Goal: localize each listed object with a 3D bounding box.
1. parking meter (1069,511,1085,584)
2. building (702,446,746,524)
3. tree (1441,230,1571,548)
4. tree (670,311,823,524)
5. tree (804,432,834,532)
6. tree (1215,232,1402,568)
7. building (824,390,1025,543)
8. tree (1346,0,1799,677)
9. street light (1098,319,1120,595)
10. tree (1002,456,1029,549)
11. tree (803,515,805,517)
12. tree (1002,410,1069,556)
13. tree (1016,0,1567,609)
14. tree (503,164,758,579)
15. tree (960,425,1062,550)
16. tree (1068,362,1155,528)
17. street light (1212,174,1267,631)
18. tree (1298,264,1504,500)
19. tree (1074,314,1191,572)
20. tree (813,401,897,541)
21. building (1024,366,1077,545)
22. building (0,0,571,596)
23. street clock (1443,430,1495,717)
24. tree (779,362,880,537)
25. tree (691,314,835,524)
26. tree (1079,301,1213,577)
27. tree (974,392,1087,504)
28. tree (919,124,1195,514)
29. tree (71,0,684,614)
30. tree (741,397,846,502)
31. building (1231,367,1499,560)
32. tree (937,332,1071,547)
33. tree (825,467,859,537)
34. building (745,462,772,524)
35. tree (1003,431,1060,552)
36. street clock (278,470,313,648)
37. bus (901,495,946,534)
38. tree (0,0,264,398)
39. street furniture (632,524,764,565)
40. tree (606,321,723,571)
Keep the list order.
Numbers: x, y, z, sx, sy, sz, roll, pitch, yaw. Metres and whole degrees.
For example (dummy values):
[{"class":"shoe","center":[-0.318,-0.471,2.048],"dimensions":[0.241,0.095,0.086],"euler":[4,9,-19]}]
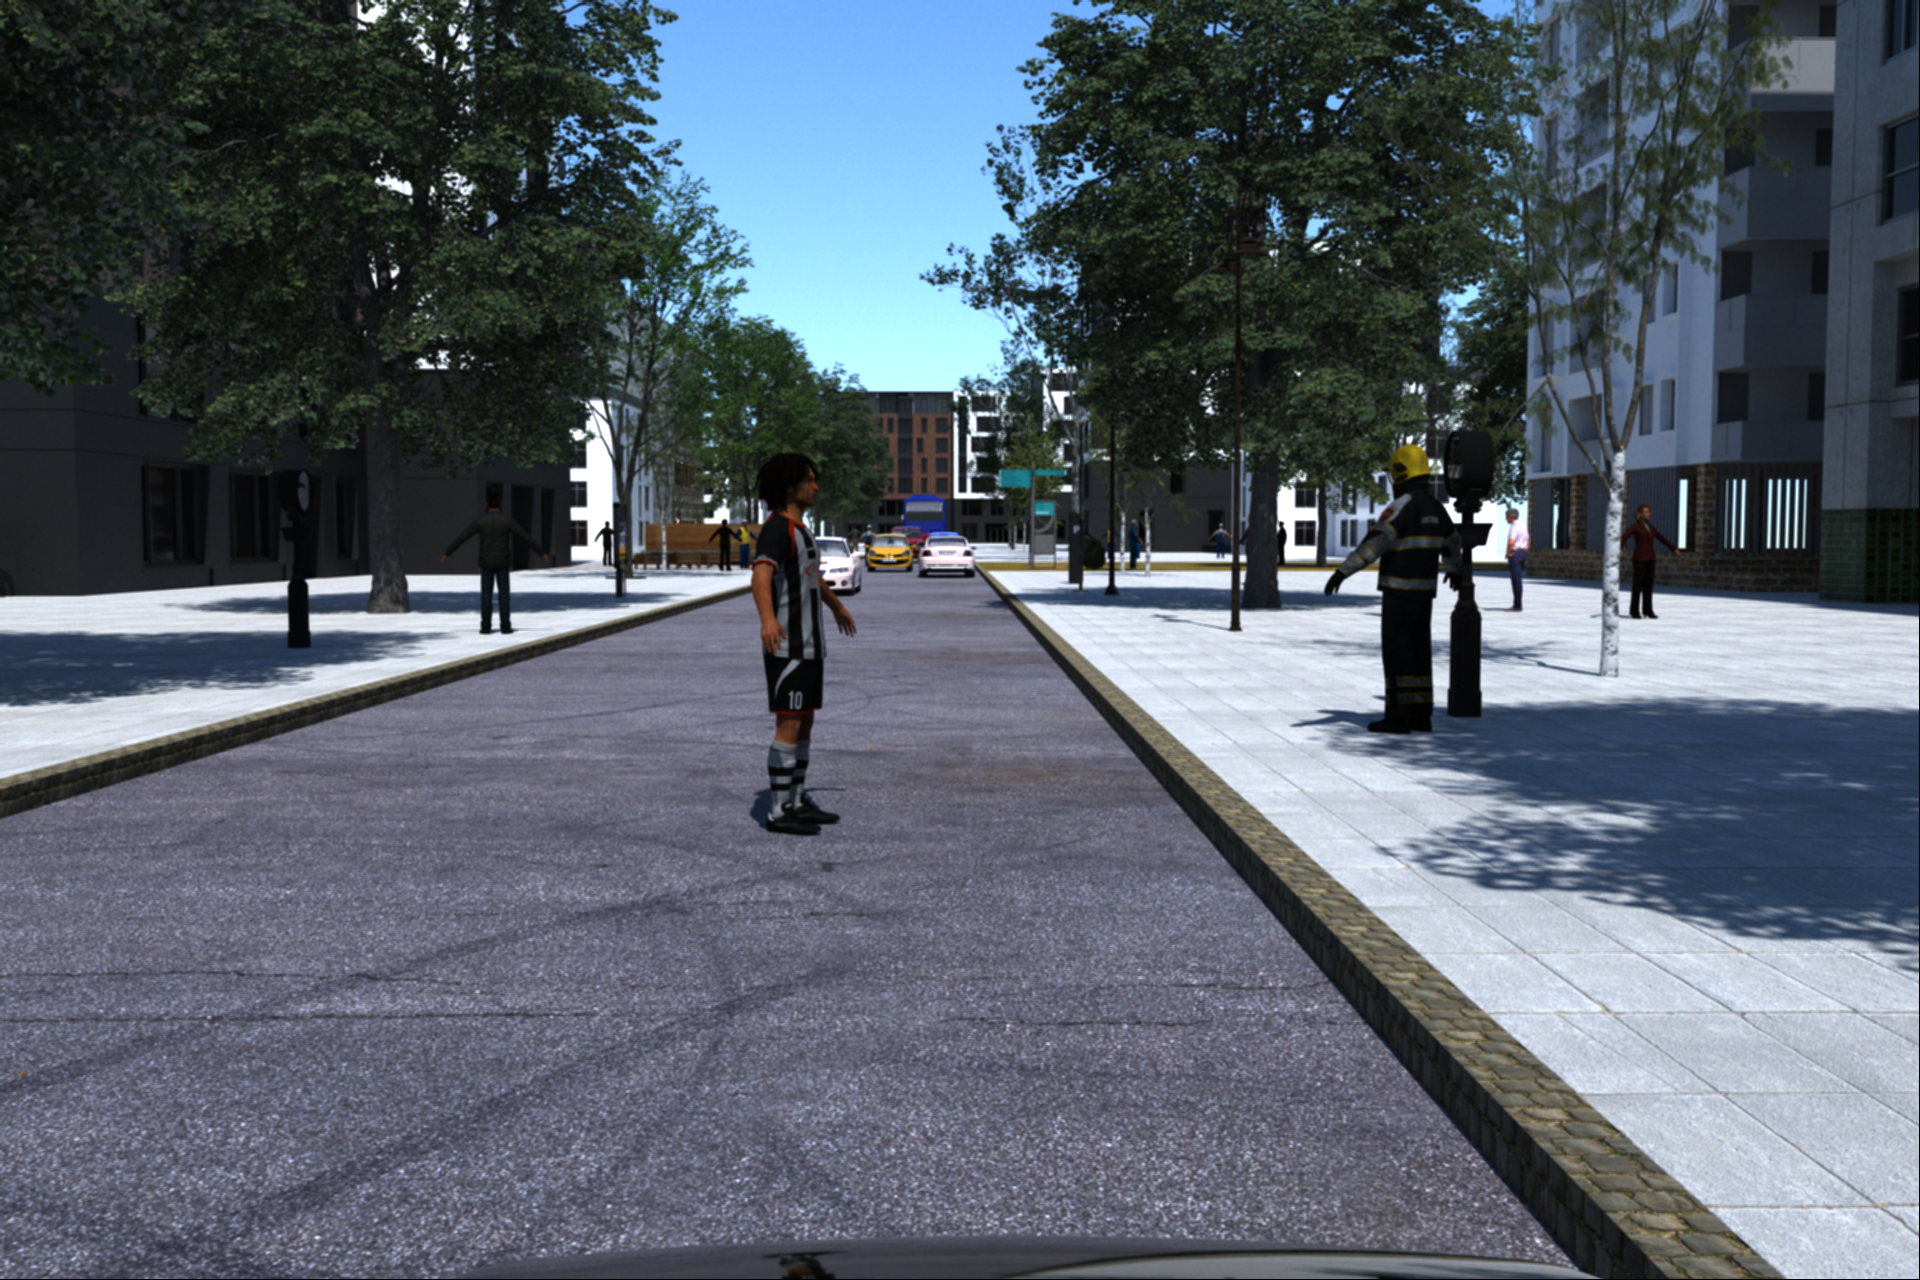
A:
[{"class":"parking meter","center":[3.020,-2.390,44.783],"dimensions":[0.399,1.863,0.255],"euler":[0,4,0]},{"class":"building","center":[-26.621,-14.511,179.406],"dimensions":[9.099,9.664,28.070],"euler":[0,4,-1]},{"class":"tree","center":[22.985,-9.709,65.399],"dimensions":[9.857,13.997,8.962],"euler":[0,3,0]},{"class":"tree","center":[-9.909,-9.459,80.407],"dimensions":[9.928,11.665,9.643],"euler":[0,3,0]},{"class":"tree","center":[-9.989,-10.270,118.279],"dimensions":[4.360,8.622,3.978],"euler":[0,3,0]},{"class":"tree","center":[13.457,-9.040,65.929],"dimensions":[7.486,12.596,7.792],"euler":[0,3,0]},{"class":"building","center":[-3.395,-25.117,257.098],"dimensions":[32.646,21.610,27.936],"euler":[0,4,-1]},{"class":"tree","center":[5.864,-3.960,15.108],"dimensions":[4.360,8.622,3.978],"euler":[0,3,0]},{"class":"street light","center":[3.759,-3.915,36.555],"dimensions":[1.470,5.913,1.316],"euler":[0,4,0]},{"class":"tree","center":[5.042,-12.426,153.535],"dimensions":[4.737,8.622,4.395],"euler":[0,3,0]},{"class":"tree","center":[-23.126,-18.462,252.219],"dimensions":[4.360,8.622,3.978],"euler":[0,3,0]},{"class":"tree","center":[4.593,-9.258,101.726],"dimensions":[4.737,8.622,4.395],"euler":[0,3,0]},{"class":"tree","center":[5.197,-7.532,29.799],"dimensions":[9.857,13.997,8.962],"euler":[0,3,0]},{"class":"tree","center":[-9.604,-7.566,49.466],"dimensions":[9.928,11.665,9.643],"euler":[0,3,0]},{"class":"tree","center":[4.312,-12.670,141.569],"dimensions":[8.767,10.594,7.601],"euler":[0,4,-4]},{"class":"tree","center":[6.290,-7.413,71.571],"dimensions":[4.360,8.622,3.978],"euler":[0,3,0]},{"class":"street light","center":[3.647,-3.056,22.761],"dimensions":[0.468,5.910,1.993],"euler":[0,4,0]},{"class":"tree","center":[19.626,-10.227,77.574],"dimensions":[12.009,13.543,11.850],"euler":[0,3,0]},{"class":"tree","center":[5.740,-6.626,58.692],"dimensions":[4.737,8.622,4.395],"euler":[0,3,0]},{"class":"tree","center":[-10.544,-15.475,159.673],"dimensions":[9.857,13.997,8.962],"euler":[0,3,0]},{"class":"building","center":[22.222,-23.405,226.646],"dimensions":[27.936,21.610,32.646],"euler":[0,4,-1]},{"class":"building","center":[-28.964,-12.673,51.177],"dimensions":[27.936,21.610,32.646],"euler":[0,4,-1]},{"class":"street clock","center":[3.557,-0.464,12.157],"dimensions":[0.358,2.002,0.471],"euler":[0,4,0]},{"class":"tree","center":[-10.746,-13.581,128.710],"dimensions":[9.857,13.997,8.962],"euler":[0,3,0]},{"class":"tree","center":[-10.238,-10.504,89.874],"dimensions":[7.486,12.596,7.792],"euler":[0,3,0]},{"class":"tree","center":[5.695,-6.216,51.996],"dimensions":[4.360,8.622,3.978],"euler":[0,3,0]},{"class":"tree","center":[4.557,-11.015,114.505],"dimensions":[8.767,10.594,7.601],"euler":[2,4,28]},{"class":"tree","center":[4.033,-13.836,82.106],"dimensions":[12.611,20.169,13.585],"euler":[0,3,0]},{"class":"tree","center":[-9.215,-7.413,27.860],"dimensions":[9.857,13.997,8.962],"euler":[0,3,0]},{"class":"tree","center":[-10.609,-10.670,108.866],"dimensions":[7.601,10.594,8.767],"euler":[1,4,14]},{"class":"building","center":[22.440,-9.687,100.536],"dimensions":[9.099,9.664,28.070],"euler":[0,4,0]},{"class":"tree","center":[4.158,-18.885,164.664],"dimensions":[12.611,20.169,13.585],"euler":[0,3,0]},{"class":"tree","center":[-10.698,-11.755,142.555],"dimensions":[4.360,8.622,3.978],"euler":[0,3,0]},{"class":"building","center":[-26.713,-16.321,208.987],"dimensions":[9.099,9.664,28.070],"euler":[0,3,0]},{"class":"tree","center":[4.846,-10.666,124.752],"dimensions":[4.737,8.622,4.395],"euler":[0,3,0]},{"class":"street clock","center":[-7.457,-0.912,19.489],"dimensions":[0.358,2.002,0.471],"euler":[0,3,0]},{"class":"bus","center":[-2.231,-7.094,107.539],"dimensions":[2.896,3.916,12.251],"euler":[0,4,-1]},{"class":"tree","center":[-9.445,-6.454,12.186],"dimensions":[9.857,13.997,8.962],"euler":[0,3,0]},{"class":"street furniture","center":[-10.336,-4.132,74.411],"dimensions":[11.010,1.723,9.812],"euler":[2,4,35]},{"class":"tree","center":[-10.232,-6.688,59.705],"dimensions":[4.360,8.622,3.978],"euler":[0,3,0]}]
